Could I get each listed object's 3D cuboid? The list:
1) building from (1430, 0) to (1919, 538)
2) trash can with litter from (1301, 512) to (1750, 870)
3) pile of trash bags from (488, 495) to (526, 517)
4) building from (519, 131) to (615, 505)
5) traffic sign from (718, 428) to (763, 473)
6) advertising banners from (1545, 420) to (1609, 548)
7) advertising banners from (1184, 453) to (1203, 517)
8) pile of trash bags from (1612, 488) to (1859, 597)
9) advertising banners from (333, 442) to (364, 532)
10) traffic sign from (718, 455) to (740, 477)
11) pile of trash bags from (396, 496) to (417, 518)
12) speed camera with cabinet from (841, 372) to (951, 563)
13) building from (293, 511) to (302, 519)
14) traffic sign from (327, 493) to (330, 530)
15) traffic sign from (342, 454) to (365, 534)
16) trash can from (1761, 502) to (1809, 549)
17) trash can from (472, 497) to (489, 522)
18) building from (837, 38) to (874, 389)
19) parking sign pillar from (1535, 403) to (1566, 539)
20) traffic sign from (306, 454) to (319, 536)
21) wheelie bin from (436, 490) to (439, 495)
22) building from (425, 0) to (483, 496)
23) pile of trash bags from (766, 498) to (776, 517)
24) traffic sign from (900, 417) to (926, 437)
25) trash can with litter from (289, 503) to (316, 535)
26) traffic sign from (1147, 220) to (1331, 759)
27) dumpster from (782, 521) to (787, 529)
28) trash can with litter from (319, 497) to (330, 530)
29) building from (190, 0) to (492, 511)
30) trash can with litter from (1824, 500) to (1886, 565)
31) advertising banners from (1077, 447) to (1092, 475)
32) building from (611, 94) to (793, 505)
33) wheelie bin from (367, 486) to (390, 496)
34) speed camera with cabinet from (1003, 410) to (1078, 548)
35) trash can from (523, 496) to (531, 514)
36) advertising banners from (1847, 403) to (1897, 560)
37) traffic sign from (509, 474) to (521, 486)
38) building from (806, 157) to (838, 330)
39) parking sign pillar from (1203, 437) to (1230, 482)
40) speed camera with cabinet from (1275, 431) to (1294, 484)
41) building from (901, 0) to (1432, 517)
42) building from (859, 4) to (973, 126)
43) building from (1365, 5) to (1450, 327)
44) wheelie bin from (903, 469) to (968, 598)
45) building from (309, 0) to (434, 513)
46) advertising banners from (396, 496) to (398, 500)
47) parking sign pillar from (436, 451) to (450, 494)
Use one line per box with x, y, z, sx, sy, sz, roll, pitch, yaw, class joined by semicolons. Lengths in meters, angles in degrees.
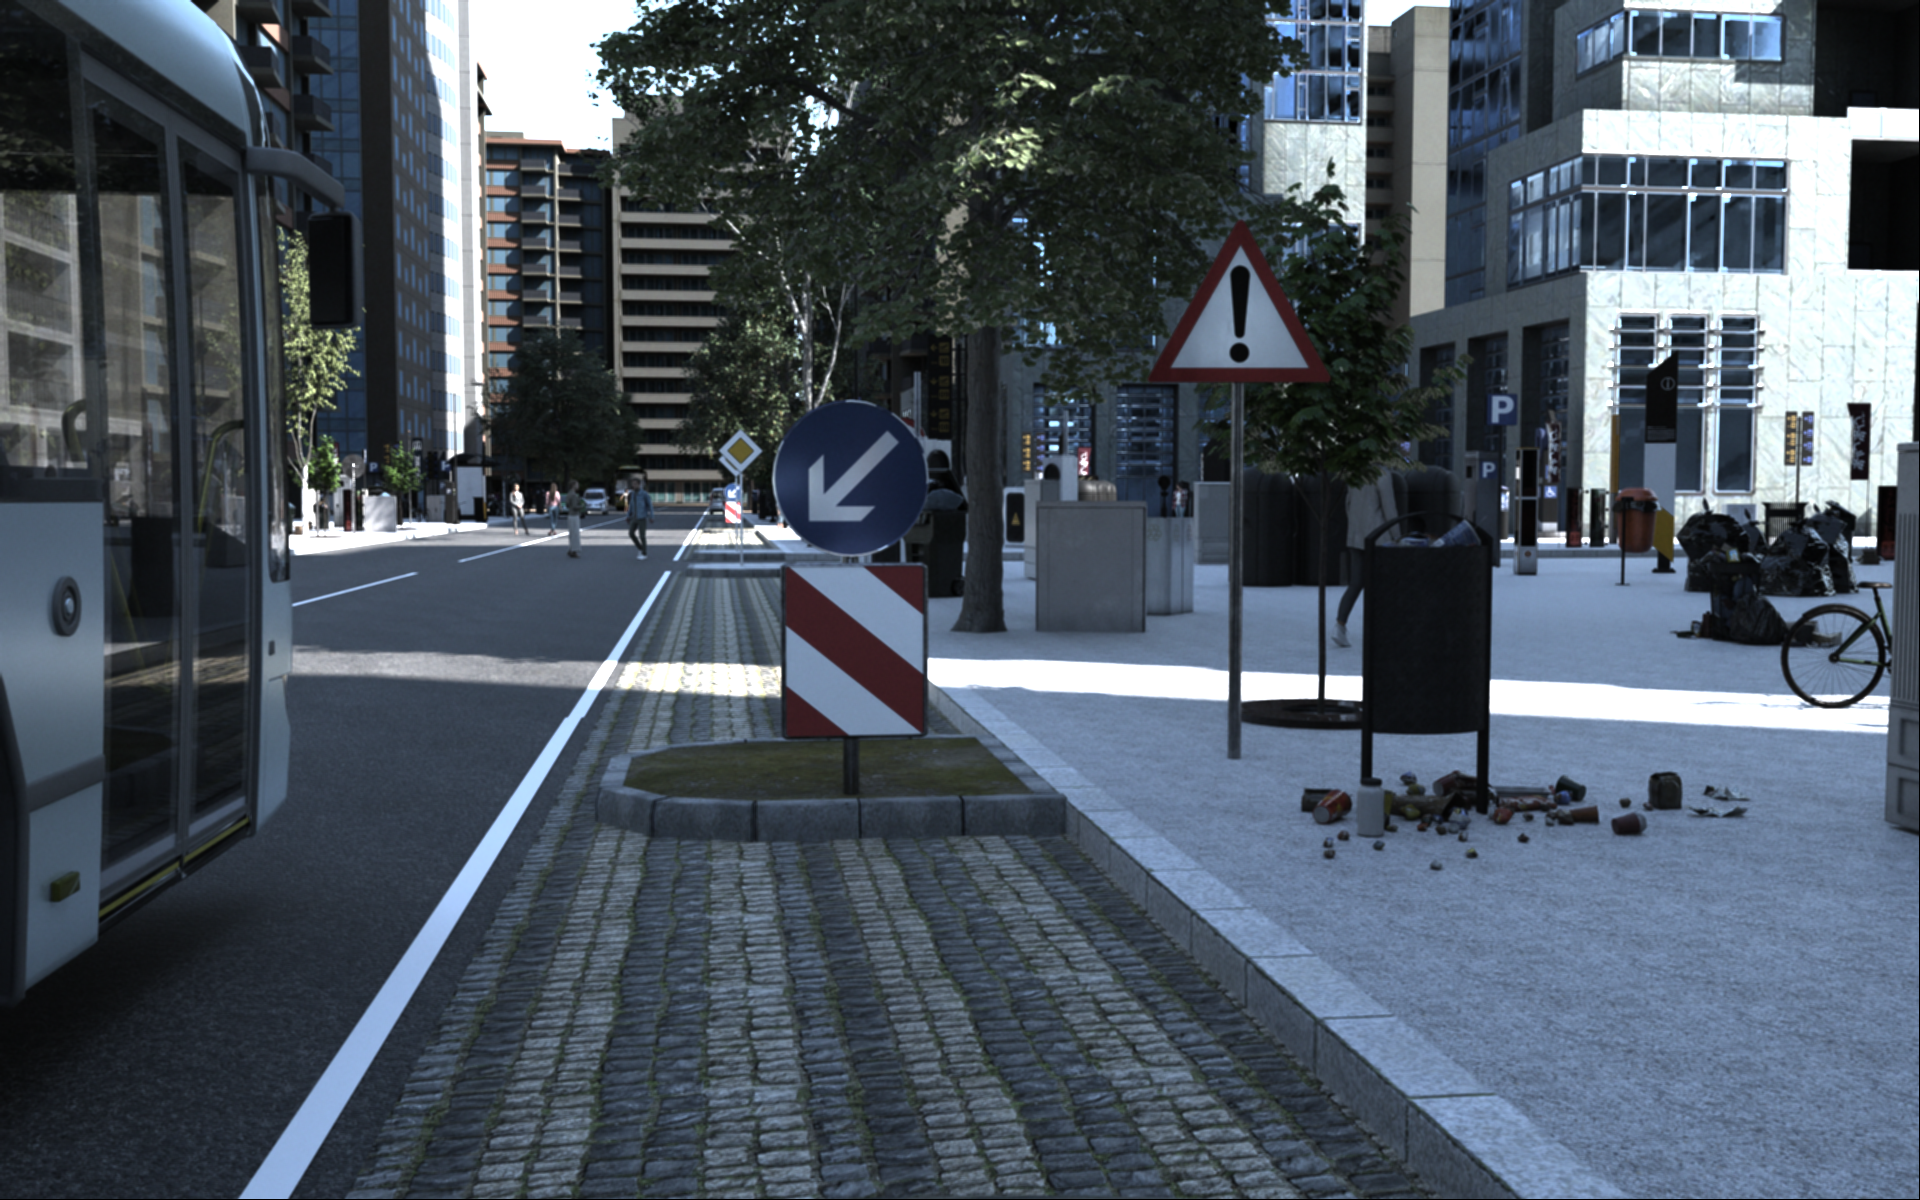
31.956;-45.778;61.134;31.000;86.520;22.319;0;4;-8;building
2.256;0.258;6.846;2.233;1.210;1.678;-1;4;-12;trash can with litter
-25.727;-5.457;98.976;1.912;1.369;3.447;-2;4;-35;pile of trash bags
-56.623;-34.053;211.393;28.867;44.769;22.147;0;4;-8;building
-3.868;-1.748;30.764;0.795;2.593;0.064;0;4;-8;traffic sign
14.764;-2.772;41.503;2.074;3.025;0.090;-2;4;-26;advertising banners
9.974;-4.741;73.696;0.090;3.025;2.074;3;5;40;advertising banners
10.275;-0.829;23.305;1.912;1.369;3.447;-2;4;-31;pile of trash bags
-20.885;-3.845;59.056;0.090;3.025;2.074;1;4;10;advertising banners
-4.975;-2.231;38.672;0.795;2.593;0.064;0;4;-8;traffic sign
-30.108;-4.974;91.078;1.912;1.369;3.447;1;4;10;pile of trash bags
-0.995;-2.025;27.445;0.660;3.252;2.038;3;5;40;speed camera with cabinet
-43.519;-26.271;84.160;22.147;44.769;28.867;0;4;-8;building
-22.458;-3.634;61.552;0.606;2.300;0.079;0;4;-4;traffic sign
-19.346;-3.373;55.248;0.768;2.556;0.104;0;4;0;traffic sign
14.159;-1.107;29.757;0.748;1.137;0.748;0;3;0;trash can
-22.029;-4.158;79.644;0.748;1.137;0.748;0;3;0;trash can
-1.297;-38.268;167.686;21.231;58.520;28.212;0;4;-8;building
17.139;-3.798;50.576;1.447;3.967;1.447;1;4;9;parking sign pillar
-19.612;-3.224;52.821;0.768;2.556;0.104;0;4;-7;traffic sign
-31.421;-5.952;105.219;0.693;1.594;0.980;1;4;18;wheelie bin
-50.526;-36.334;136.059;21.231;58.520;28.212;0;4;-8;building
-9.733;-5.508;99.807;1.912;1.369;3.447;3;5;40;pile of trash bags
-0.949;-1.756;28.821;0.768;2.556;0.104;0;4;0;traffic sign
-20.764;-2.601;53.907;1.055;1.170;0.624;0;4;7;trash can with litter
1.330;-0.509;8.327;0.884;2.594;0.081;0;4;-4;traffic sign
-6.056;-3.605;64.692;1.264;1.857;1.865;0;4;-8;dumpster
-23.223;-3.115;62.321;1.055;1.170;0.624;0;4;-2;trash can with litter
-57.958;-31.147;163.874;28.867;44.769;22.147;0;4;-8;building
16.331;-1.242;31.701;1.055;1.170;0.624;1;4;15;trash can with litter
3.832;-4.152;64.067;2.074;3.025;0.090;0;4;-1;advertising banners
-31.582;-36.129;214.408;21.600;48.544;21.300;0;4;-8;building
-22.796;-3.662;67.778;0.980;1.594;0.693;-1;4;-16;wheelie bin
1.912;-2.875;41.349;0.660;3.252;2.038;-3;5;-40;speed camera with cabinet
-27.420;-5.964;109.165;0.748;1.137;0.748;0;3;0;trash can
17.973;-2.278;33.428;2.074;3.025;0.090;-1;4;-12;advertising banners
-27.234;-6.475;105.975;0.768;2.556;0.104;0;4;-1;traffic sign
-6.694;-34.503;218.746;28.867;44.769;22.147;0;4;-8;building
10.072;-4.847;67.713;1.447;3.967;1.447;-2;4;-31;parking sign pillar
9.410;-3.442;50.614;0.660;3.252;2.038;3;5;44;speed camera with cabinet
9.386;-47.869;95.324;22.319;86.520;31.000;0;4;-8;building
3.220;-29.685;139.973;22.147;44.769;28.867;0;4;-8;building
40.608;-33.853;177.204;21.600;48.544;21.300;0;4;-8;building
-0.315;-0.840;21.650;0.693;1.594;0.980;-3;5;-45;wheelie bin
-43.776;-28.477;115.708;14.600;45.320;14.200;0;4;-8;building
-34.904;-6.835;107.939;0.090;3.025;2.074;-2;4;-29;advertising banners
-32.567;-7.379;109.115;1.447;3.967;1.447;-3;4;-37;parking sign pillar
